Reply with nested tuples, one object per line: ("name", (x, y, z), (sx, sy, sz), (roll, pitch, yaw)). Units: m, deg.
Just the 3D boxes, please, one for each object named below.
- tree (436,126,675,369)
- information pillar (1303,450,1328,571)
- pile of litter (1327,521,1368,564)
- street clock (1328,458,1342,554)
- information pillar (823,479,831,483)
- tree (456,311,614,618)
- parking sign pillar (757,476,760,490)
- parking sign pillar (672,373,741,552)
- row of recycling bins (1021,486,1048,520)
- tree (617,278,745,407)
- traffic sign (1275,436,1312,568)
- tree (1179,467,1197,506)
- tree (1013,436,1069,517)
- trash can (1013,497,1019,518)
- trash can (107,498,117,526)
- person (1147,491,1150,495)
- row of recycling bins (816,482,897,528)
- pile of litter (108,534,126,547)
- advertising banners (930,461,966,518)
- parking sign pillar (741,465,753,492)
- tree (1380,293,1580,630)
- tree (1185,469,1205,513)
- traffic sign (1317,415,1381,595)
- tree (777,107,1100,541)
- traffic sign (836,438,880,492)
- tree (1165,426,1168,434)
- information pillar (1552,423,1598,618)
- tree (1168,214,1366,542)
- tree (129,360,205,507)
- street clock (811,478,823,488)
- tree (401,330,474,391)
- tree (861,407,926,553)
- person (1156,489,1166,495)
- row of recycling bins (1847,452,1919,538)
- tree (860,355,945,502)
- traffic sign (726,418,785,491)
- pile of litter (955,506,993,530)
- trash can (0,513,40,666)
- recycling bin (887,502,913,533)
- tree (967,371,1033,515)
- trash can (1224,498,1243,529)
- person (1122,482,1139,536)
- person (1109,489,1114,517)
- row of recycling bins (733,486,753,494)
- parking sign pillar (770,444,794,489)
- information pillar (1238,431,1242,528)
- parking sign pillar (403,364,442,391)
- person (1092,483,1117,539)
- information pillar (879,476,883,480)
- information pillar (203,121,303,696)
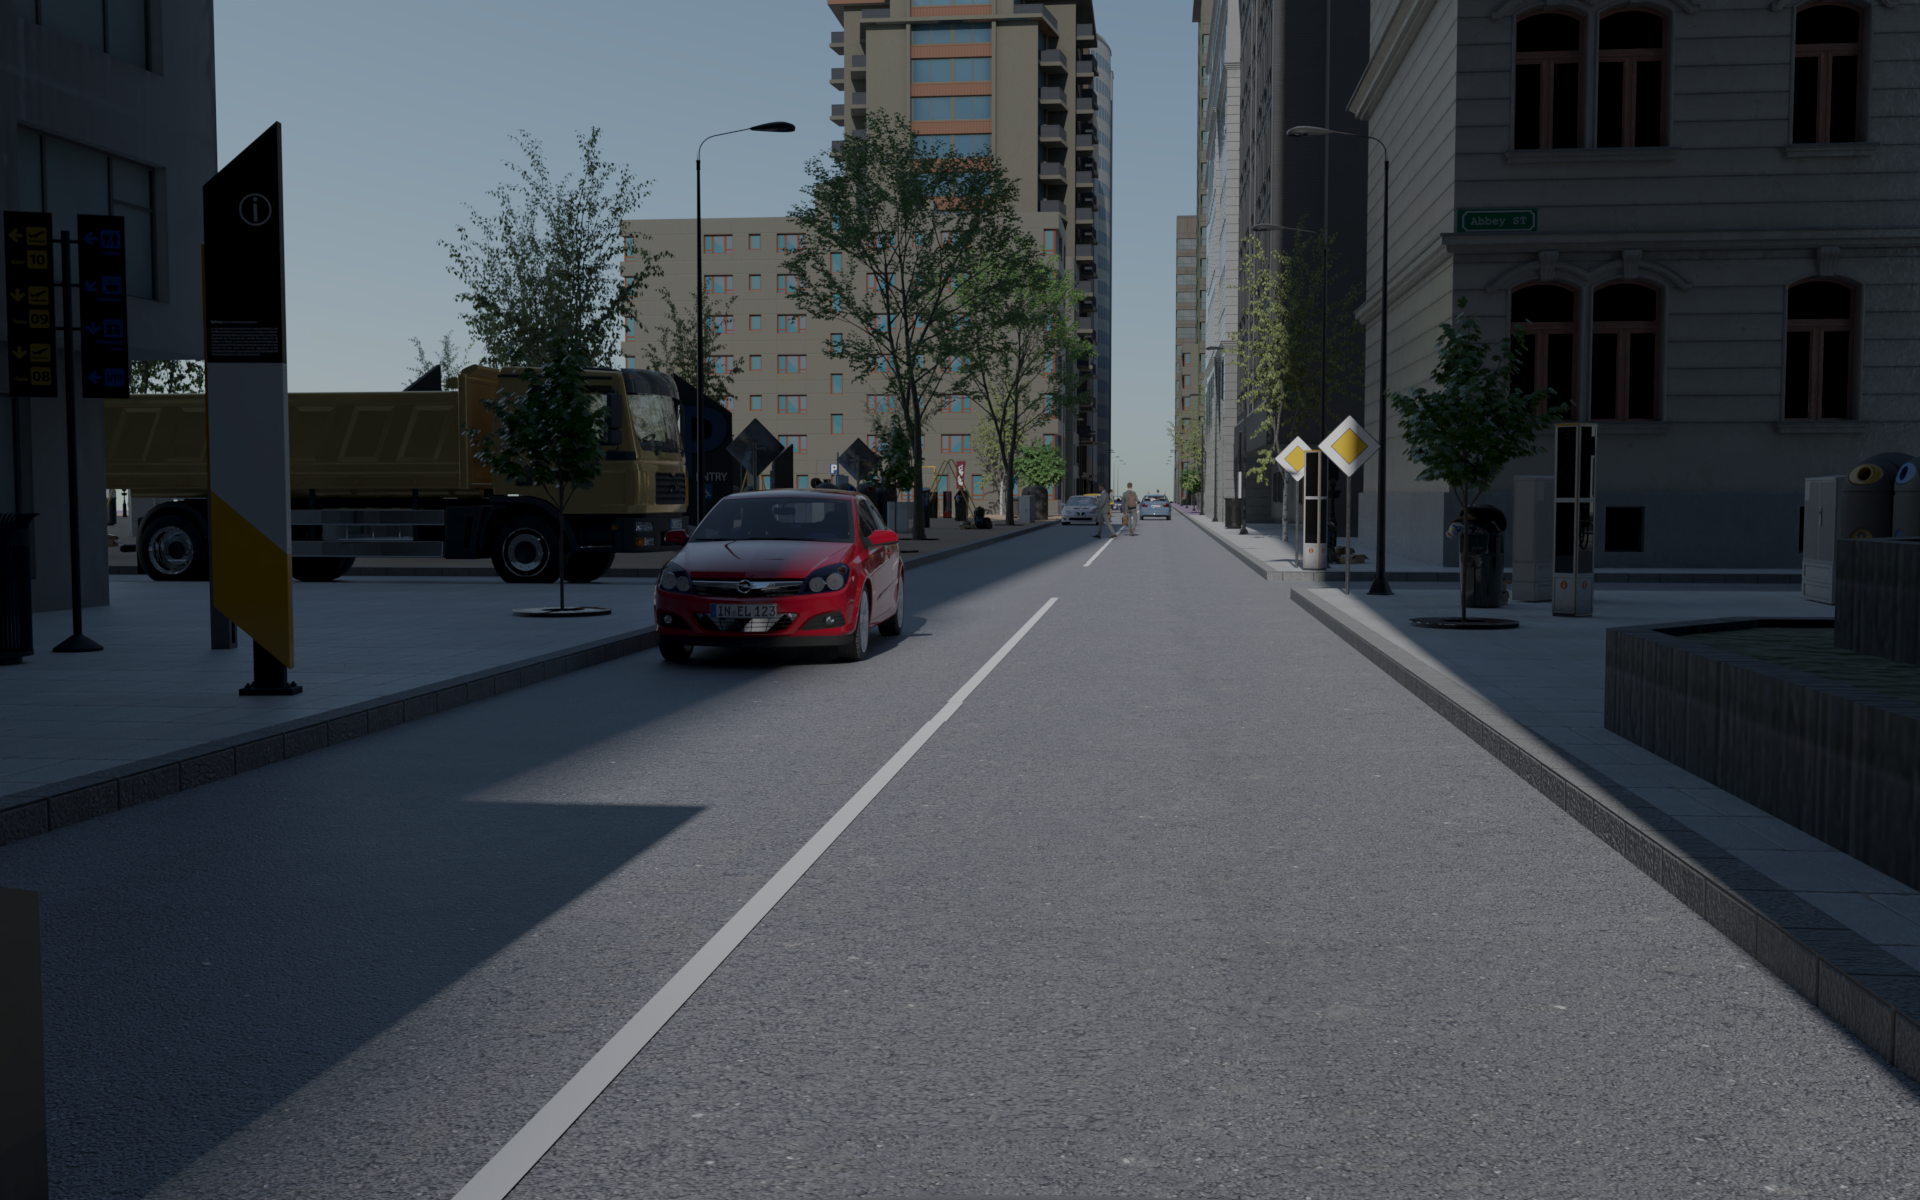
("tree", (-7.808, -5.116, 34.009), (4.360, 8.622, 3.978), (0, 3, 0))
("information pillar", (5.966, -1.502, 29.053), (0.304, 2.012, 0.304), (3, 4, 39))
("pile of litter", (7.073, -1.126, 32.369), (1.176, 0.858, 1.719), (2, 4, 32))
("street clock", (7.373, -1.817, 34.284), (0.358, 2.002, 0.471), (1, 4, 10))
("information pillar", (-6.421, -4.841, 83.637), (0.304, 2.012, 0.304), (1, 4, 17))
("tree", (-4.238, -1.463, 18.526), (1.663, 3.219, 1.824), (0, 3, 0))
("parking sign pillar", (-12.068, -6.723, 98.395), (1.447, 3.967, 1.447), (-1, 4, -17))
("parking sign pillar", (-5.710, -3.064, 38.572), (1.447, 3.967, 1.447), (-1, 4, -11))
("row of recycling bins", (3.709, -4.891, 87.088), (1.069, 1.692, 3.534), (0, 4, -7))
("tree", (-9.358, -6.674, 59.488), (4.737, 8.622, 4.395), (0, 3, 0))
("traffic sign", (5.833, -1.610, 29.968), (0.795, 2.450, 0.064), (0, 4, 6))
("tree", (25.903, -12.841, 193.670), (4.285, 4.588, 4.351), (0, 3, 0))
("tree", (4.499, -6.941, 97.201), (4.285, 4.588, 4.351), (0, 3, 0))
("trash can", (2.856, -4.917, 92.049), (0.748, 1.137, 0.748), (0, 3, 0))
("trash can", (-34.661, -3.595, 70.435), (0.748, 1.137, 0.748), (0, 3, 0))
("person", (20.795, -11.071, 190.237), (0.721, 1.736, 1.217), (2, 4, 23))
("row of recycling bins", (-3.785, -3.392, 62.565), (3.534, 1.692, 1.069), (-3, 5, -42))
("pile of litter", (-21.082, -1.737, 42.361), (1.176, 0.858, 1.719), (1, 4, 20))
("advertising banners", (-0.695, -5.852, 91.875), (2.074, 3.025, 0.090), (1, 4, 12))
("parking sign pillar", (-11.951, -6.312, 91.668), (1.447, 3.967, 1.447), (-1, 4, -20))
("tree", (4.843, -1.363, 16.893), (1.663, 3.219, 1.824), (0, 3, 0))
("tree", (16.034, -7.487, 117.021), (1.663, 3.219, 1.824), (0, 3, 0))
("traffic sign", (4.939, -1.125, 22.033), (0.795, 2.450, 0.064), (0, 4, 6))
("tree", (-1.318, -7.470, 47.896), (9.928, 11.665, 9.643), (0, 3, 0))
("traffic sign", (-1.811, -1.664, 30.846), (0.795, 2.450, 0.064), (0, 4, 6))
("tree", (15.711, -9.887, 112.017), (4.737, 8.622, 4.395), (0, 3, 0))
("information pillar", (6.418, -0.832, 18.092), (0.304, 2.012, 0.304), (-2, 4, -33))
("tree", (8.941, -5.889, 46.647), (4.737, 8.622, 4.395), (0, 3, 0))
("tree", (-24.502, -6.010, 48.634), (4.360, 8.622, 3.978), (0, 3, 0))
("street clock", (-6.435, -4.454, 77.390), (0.358, 2.002, 0.471), (3, 4, 38))
("tree", (-23.597, -7.815, 78.139), (4.737, 8.622, 4.395), (0, 3, 0))
("tree", (-1.332, -2.665, 38.178), (1.663, 3.219, 1.824), (0, 3, 0))
("person", (12.421, -5.991, 107.251), (0.742, 1.727, 0.445), (1, 4, 17))
("row of recycling bins", (9.118, -0.533, 15.832), (1.069, 1.692, 3.534), (0, 4, 6))
("tree", (-2.898, -8.491, 89.194), (4.360, 8.622, 3.978), (0, 3, 0))
("traffic sign", (-2.704, -1.179, 22.911), (0.795, 2.450, 0.064), (0, 4, 6))
("pile of litter", (0.493, -3.016, 63.284), (1.719, 0.858, 1.176), (-2, 4, -33))
("trash can", (-7.336, -0.085, 13.046), (0.748, 1.137, 0.748), (0, 3, 0))
("recycling bin", (-1.947, -2.711, 56.874), (0.722, 1.027, 0.722), (1, 4, 14))
("tree", (2.451, -9.398, 104.019), (4.737, 8.622, 4.395), (0, 3, 0))
("trash can", (10.051, -3.182, 63.672), (0.748, 1.137, 0.748), (0, 3, 0))
("person", (5.800, -3.091, 58.999), (0.622, 1.834, 0.822), (1, 4, 20))
("person", (9.580, -6.071, 108.556), (0.721, 1.735, 1.217), (0, 4, 6))
("row of recycling bins", (-11.785, -4.844, 86.311), (3.534, 1.692, 1.069), (0, 4, 0))
("parking sign pillar", (-9.509, -6.357, 92.410), (1.447, 3.967, 1.447), (3, 5, 44))
("information pillar", (10.492, -4.505, 65.008), (0.183, 3.616, 0.504), (0, 4, 4))
("parking sign pillar", (-11.295, -2.883, 35.607), (1.447, 3.967, 1.447), (2, 4, 35))
("person", (4.655, -2.875, 55.783), (0.850, 1.792, 0.678), (1, 4, 11))
("information pillar", (-2.869, -3.753, 65.850), (0.304, 2.012, 0.304), (-3, 4, -36))
("information pillar", (-4.500, -1.201, 10.991), (0.504, 3.616, 0.183), (0, 4, -2))
